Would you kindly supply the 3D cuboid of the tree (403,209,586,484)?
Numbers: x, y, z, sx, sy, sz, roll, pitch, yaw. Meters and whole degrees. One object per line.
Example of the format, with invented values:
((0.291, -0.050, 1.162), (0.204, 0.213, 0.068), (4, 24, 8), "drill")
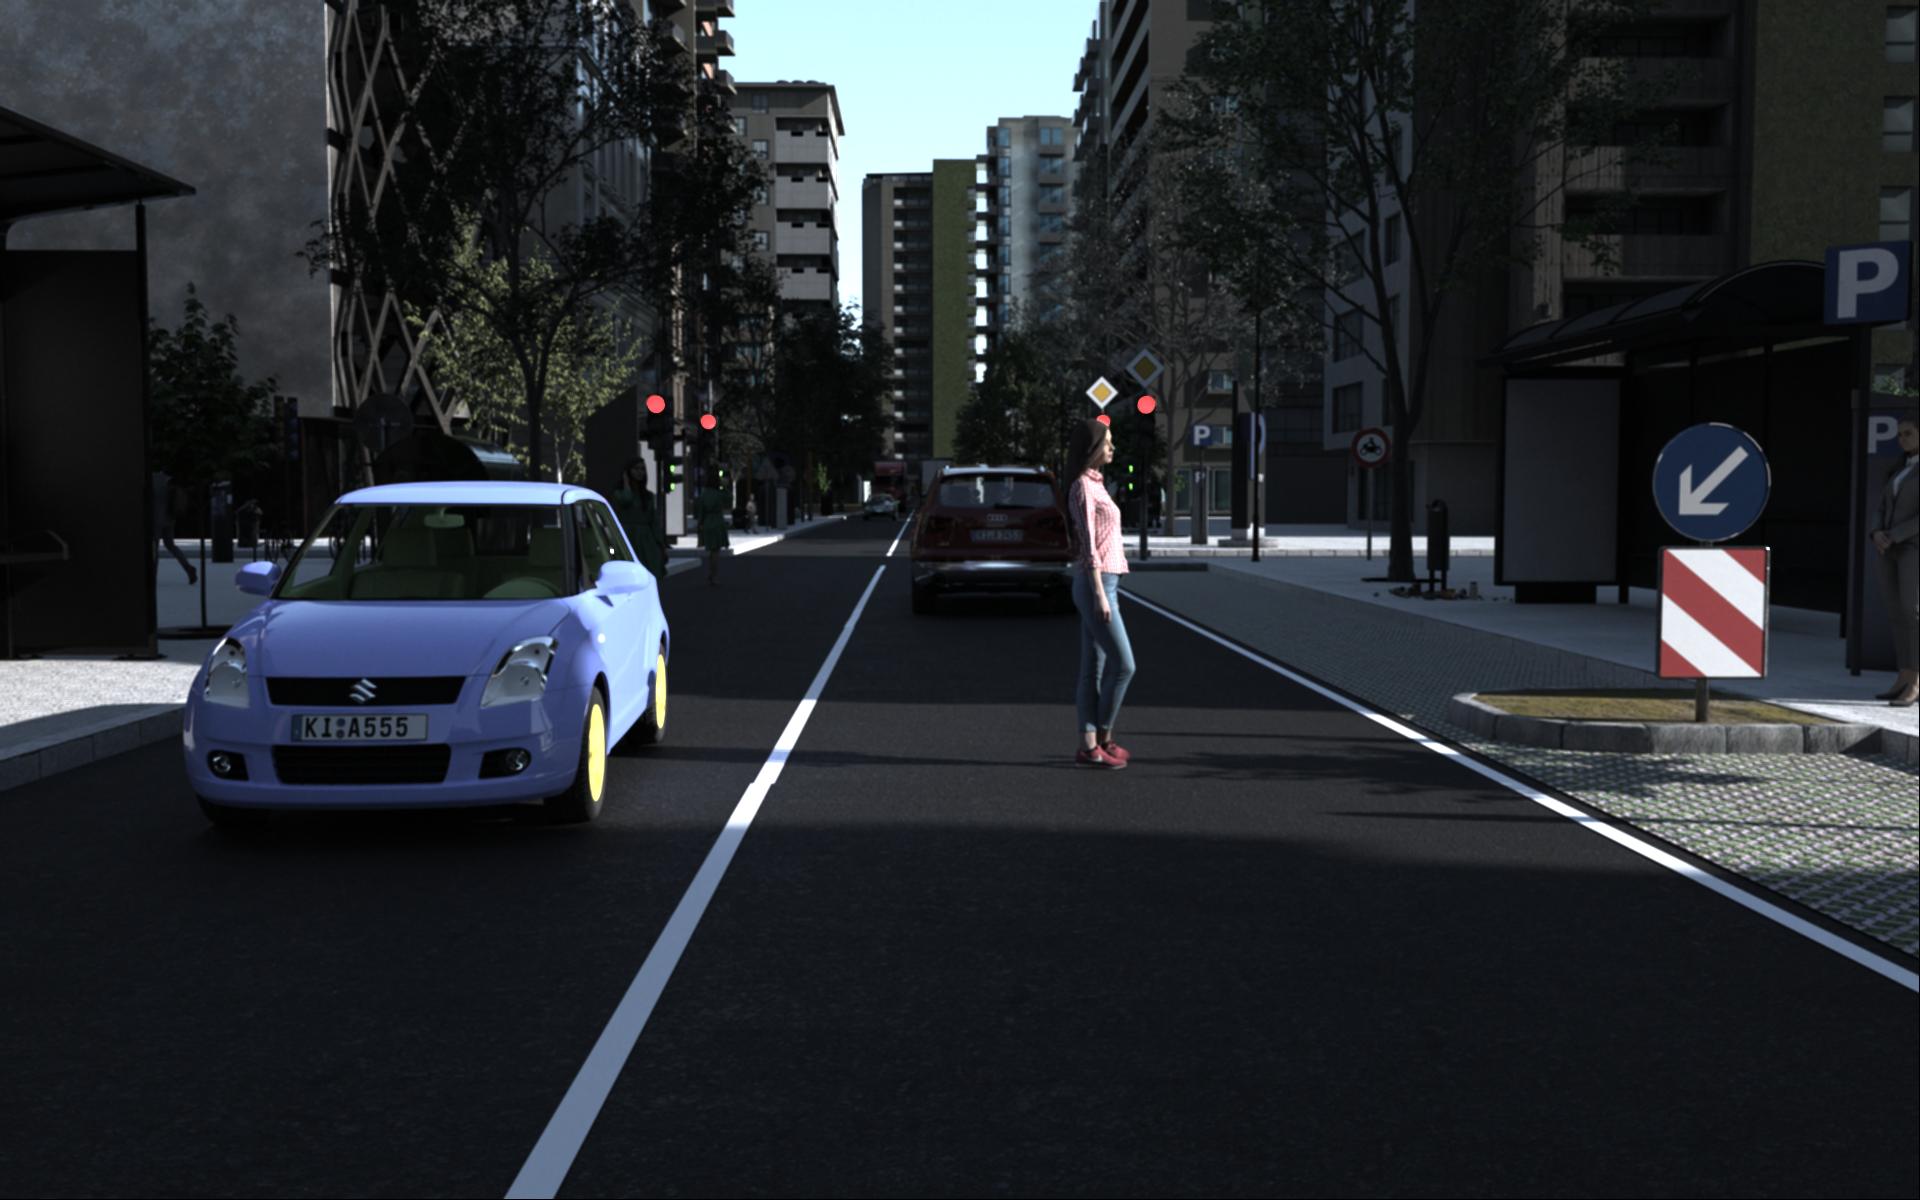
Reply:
((-11.988, -5.723, 43.931), (4.737, 8.622, 4.395), (0, 3, 0), "tree")

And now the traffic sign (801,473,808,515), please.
((-9.233, -6.154, 100.723), (0.768, 2.556, 0.104), (0, 4, 7), "traffic sign")

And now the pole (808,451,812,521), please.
((-7.142, -5.417, 82.404), (0.158, 3.312, 0.155), (0, 3, 0), "pole")

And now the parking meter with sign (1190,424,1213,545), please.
((6.126, -2.926, 44.099), (0.543, 3.016, 1.738), (0, 4, 7), "parking meter with sign")

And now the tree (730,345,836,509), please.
((-8.347, -8.279, 85.725), (4.360, 8.622, 3.978), (0, 3, 0), "tree")

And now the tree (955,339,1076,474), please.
((4.101, -12.687, 124.444), (9.611, 12.733, 9.660), (0, 3, 0), "tree")

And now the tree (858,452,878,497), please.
((-10.229, -14.869, 193.463), (4.360, 8.622, 3.978), (0, 3, 0), "tree")

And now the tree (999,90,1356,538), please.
((6.393, -8.624, 51.377), (12.009, 13.543, 11.850), (0, 3, 0), "tree")

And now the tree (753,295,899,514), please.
((-8.580, -12.507, 111.141), (9.857, 13.997, 8.962), (0, 3, 0), "tree")

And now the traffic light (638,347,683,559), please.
((-5.736, -2.702, 33.097), (0.839, 4.253, 0.868), (0, 4, -1), "traffic light")

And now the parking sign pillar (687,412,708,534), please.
((-8.380, -4.135, 56.083), (1.447, 3.967, 1.447), (0, 4, -2), "parking sign pillar")

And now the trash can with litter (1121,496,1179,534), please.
((6.126, -2.780, 56.515), (2.233, 1.210, 1.678), (0, 4, -8), "trash can with litter")

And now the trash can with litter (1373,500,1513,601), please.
((6.005, -0.656, 21.777), (1.678, 1.210, 2.233), (0, 4, -1), "trash can with litter")

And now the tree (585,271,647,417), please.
((-11.707, -6.183, 51.450), (4.737, 8.622, 4.395), (0, 3, 0), "tree")

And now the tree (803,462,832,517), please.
((-7.775, -6.252, 96.829), (1.663, 3.219, 1.824), (0, 3, 0), "tree")

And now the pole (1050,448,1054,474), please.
((4.075, -5.062, 76.602), (0.158, 3.312, 0.155), (0, 3, 0), "pole")

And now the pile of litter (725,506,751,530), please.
((-8.257, -2.973, 62.574), (1.719, 0.858, 1.176), (-3, 5, -43), "pile of litter")

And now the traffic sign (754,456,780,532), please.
((-6.524, -3.582, 58.567), (0.884, 2.594, 0.081), (0, 4, 0), "traffic sign")

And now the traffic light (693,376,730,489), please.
((-5.907, -3.190, 41.081), (0.839, 4.253, 0.868), (0, 4, -1), "traffic light")

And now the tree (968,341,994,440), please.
((4.490, -10.644, 99.787), (9.928, 11.665, 9.643), (0, 3, 0), "tree")

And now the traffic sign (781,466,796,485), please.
((-7.815, -4.793, 78.470), (0.768, 2.556, 0.104), (0, 4, 0), "traffic sign")

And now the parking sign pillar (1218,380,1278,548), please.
((6.950, -3.255, 41.685), (1.447, 3.967, 1.447), (2, 4, 28), "parking sign pillar")

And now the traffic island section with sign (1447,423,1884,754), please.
((4.062, -0.110, 10.424), (1.989, 1.847, 2.006), (0, 4, -1), "traffic island section with sign")

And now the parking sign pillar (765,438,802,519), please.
((-8.425, -5.645, 80.767), (1.447, 3.967, 1.447), (-1, 4, -23), "parking sign pillar")

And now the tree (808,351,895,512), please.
((-8.426, -12.148, 124.374), (9.928, 11.665, 9.643), (0, 3, 0), "tree")

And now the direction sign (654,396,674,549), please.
((-6.918, -2.967, 40.510), (0.379, 3.537, 0.876), (-3, 5, -39), "direction sign")

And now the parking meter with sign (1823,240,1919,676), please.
((6.908, -1.008, 12.735), (0.543, 3.016, 1.738), (3, 5, 44), "parking meter with sign")

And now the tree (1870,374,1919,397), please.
((25.126, -3.855, 46.740), (4.285, 4.588, 4.351), (0, 3, 0), "tree")

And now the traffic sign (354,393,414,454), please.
((-7.258, -1.328, 21.822), (0.768, 2.556, 0.104), (0, 4, 5), "traffic sign")

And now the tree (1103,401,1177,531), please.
((5.831, -4.660, 59.909), (4.285, 4.588, 4.351), (0, 3, 0), "tree")

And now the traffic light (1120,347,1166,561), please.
((3.523, -2.715, 33.311), (0.839, 4.253, 0.868), (0, 4, -1), "traffic light")

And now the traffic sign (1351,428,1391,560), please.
((7.917, -2.039, 33.438), (0.768, 2.556, 0.104), (0, 4, 3), "traffic sign")

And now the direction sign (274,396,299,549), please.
((-15.679, -2.959, 40.373), (0.379, 3.537, 0.876), (1, 4, 12), "direction sign")

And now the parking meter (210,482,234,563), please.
((-13.824, -1.469, 32.432), (0.372, 1.533, 0.369), (0, 3, 0), "parking meter")

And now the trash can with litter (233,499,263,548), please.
((-17.186, -1.823, 41.189), (1.055, 1.170, 0.624), (-2, 4, -35), "trash can with litter")

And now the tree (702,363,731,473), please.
((-12.544, -9.014, 97.746), (4.360, 8.622, 3.978), (0, 3, 0), "tree")

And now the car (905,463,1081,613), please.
((0.410, -0.838, 22.377), (2.281, 1.827, 5.304), (0, 4, 0), "car")

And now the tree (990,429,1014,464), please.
((3.747, -13.140, 165.200), (4.737, 8.622, 4.395), (0, 3, 0), "tree")

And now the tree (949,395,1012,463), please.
((2.334, -16.212, 183.193), (7.486, 12.596, 7.792), (0, 3, 0), "tree")

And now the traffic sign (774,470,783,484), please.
((-7.802, -4.358, 73.384), (0.606, 2.300, 0.079), (0, 4, 6), "traffic sign")

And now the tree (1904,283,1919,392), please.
((30.736, -6.595, 58.188), (4.360, 8.622, 3.978), (0, 3, 0), "tree")

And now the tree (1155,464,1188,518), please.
((11.423, -6.089, 94.149), (1.663, 3.219, 1.824), (0, 3, 0), "tree")

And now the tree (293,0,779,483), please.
((-6.419, -5.658, 26.918), (8.767, 10.594, 7.601), (2, 4, 24), "tree")

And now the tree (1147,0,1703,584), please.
((6.550, -6.076, 25.100), (9.928, 11.665, 9.643), (0, 3, 0), "tree")

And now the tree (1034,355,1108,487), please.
((5.537, -8.363, 87.092), (4.360, 8.622, 3.978), (0, 3, 0), "tree")

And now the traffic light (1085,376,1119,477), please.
((3.352, -3.203, 41.294), (0.839, 4.253, 0.868), (0, 4, -1), "traffic light")

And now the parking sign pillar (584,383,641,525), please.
((-8.480, -3.295, 42.352), (1.447, 3.967, 1.447), (0, 4, 1), "parking sign pillar")

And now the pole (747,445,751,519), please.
((-8.790, -4.794, 72.226), (0.158, 3.312, 0.155), (0, 3, 0), "pole")

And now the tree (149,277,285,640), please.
((-6.983, -1.283, 15.587), (1.663, 3.219, 1.824), (0, 3, 0), "tree")

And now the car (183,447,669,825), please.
((-2.478, 0.057, 8.659), (1.945, 1.707, 3.694), (0, 4, -3), "car")

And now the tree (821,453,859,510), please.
((-9.764, -9.404, 137.475), (4.285, 4.588, 4.351), (0, 3, 0), "tree")

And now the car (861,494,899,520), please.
((-4.387, -5.120, 95.508), (2.131, 1.459, 4.920), (0, 4, -1), "car")
